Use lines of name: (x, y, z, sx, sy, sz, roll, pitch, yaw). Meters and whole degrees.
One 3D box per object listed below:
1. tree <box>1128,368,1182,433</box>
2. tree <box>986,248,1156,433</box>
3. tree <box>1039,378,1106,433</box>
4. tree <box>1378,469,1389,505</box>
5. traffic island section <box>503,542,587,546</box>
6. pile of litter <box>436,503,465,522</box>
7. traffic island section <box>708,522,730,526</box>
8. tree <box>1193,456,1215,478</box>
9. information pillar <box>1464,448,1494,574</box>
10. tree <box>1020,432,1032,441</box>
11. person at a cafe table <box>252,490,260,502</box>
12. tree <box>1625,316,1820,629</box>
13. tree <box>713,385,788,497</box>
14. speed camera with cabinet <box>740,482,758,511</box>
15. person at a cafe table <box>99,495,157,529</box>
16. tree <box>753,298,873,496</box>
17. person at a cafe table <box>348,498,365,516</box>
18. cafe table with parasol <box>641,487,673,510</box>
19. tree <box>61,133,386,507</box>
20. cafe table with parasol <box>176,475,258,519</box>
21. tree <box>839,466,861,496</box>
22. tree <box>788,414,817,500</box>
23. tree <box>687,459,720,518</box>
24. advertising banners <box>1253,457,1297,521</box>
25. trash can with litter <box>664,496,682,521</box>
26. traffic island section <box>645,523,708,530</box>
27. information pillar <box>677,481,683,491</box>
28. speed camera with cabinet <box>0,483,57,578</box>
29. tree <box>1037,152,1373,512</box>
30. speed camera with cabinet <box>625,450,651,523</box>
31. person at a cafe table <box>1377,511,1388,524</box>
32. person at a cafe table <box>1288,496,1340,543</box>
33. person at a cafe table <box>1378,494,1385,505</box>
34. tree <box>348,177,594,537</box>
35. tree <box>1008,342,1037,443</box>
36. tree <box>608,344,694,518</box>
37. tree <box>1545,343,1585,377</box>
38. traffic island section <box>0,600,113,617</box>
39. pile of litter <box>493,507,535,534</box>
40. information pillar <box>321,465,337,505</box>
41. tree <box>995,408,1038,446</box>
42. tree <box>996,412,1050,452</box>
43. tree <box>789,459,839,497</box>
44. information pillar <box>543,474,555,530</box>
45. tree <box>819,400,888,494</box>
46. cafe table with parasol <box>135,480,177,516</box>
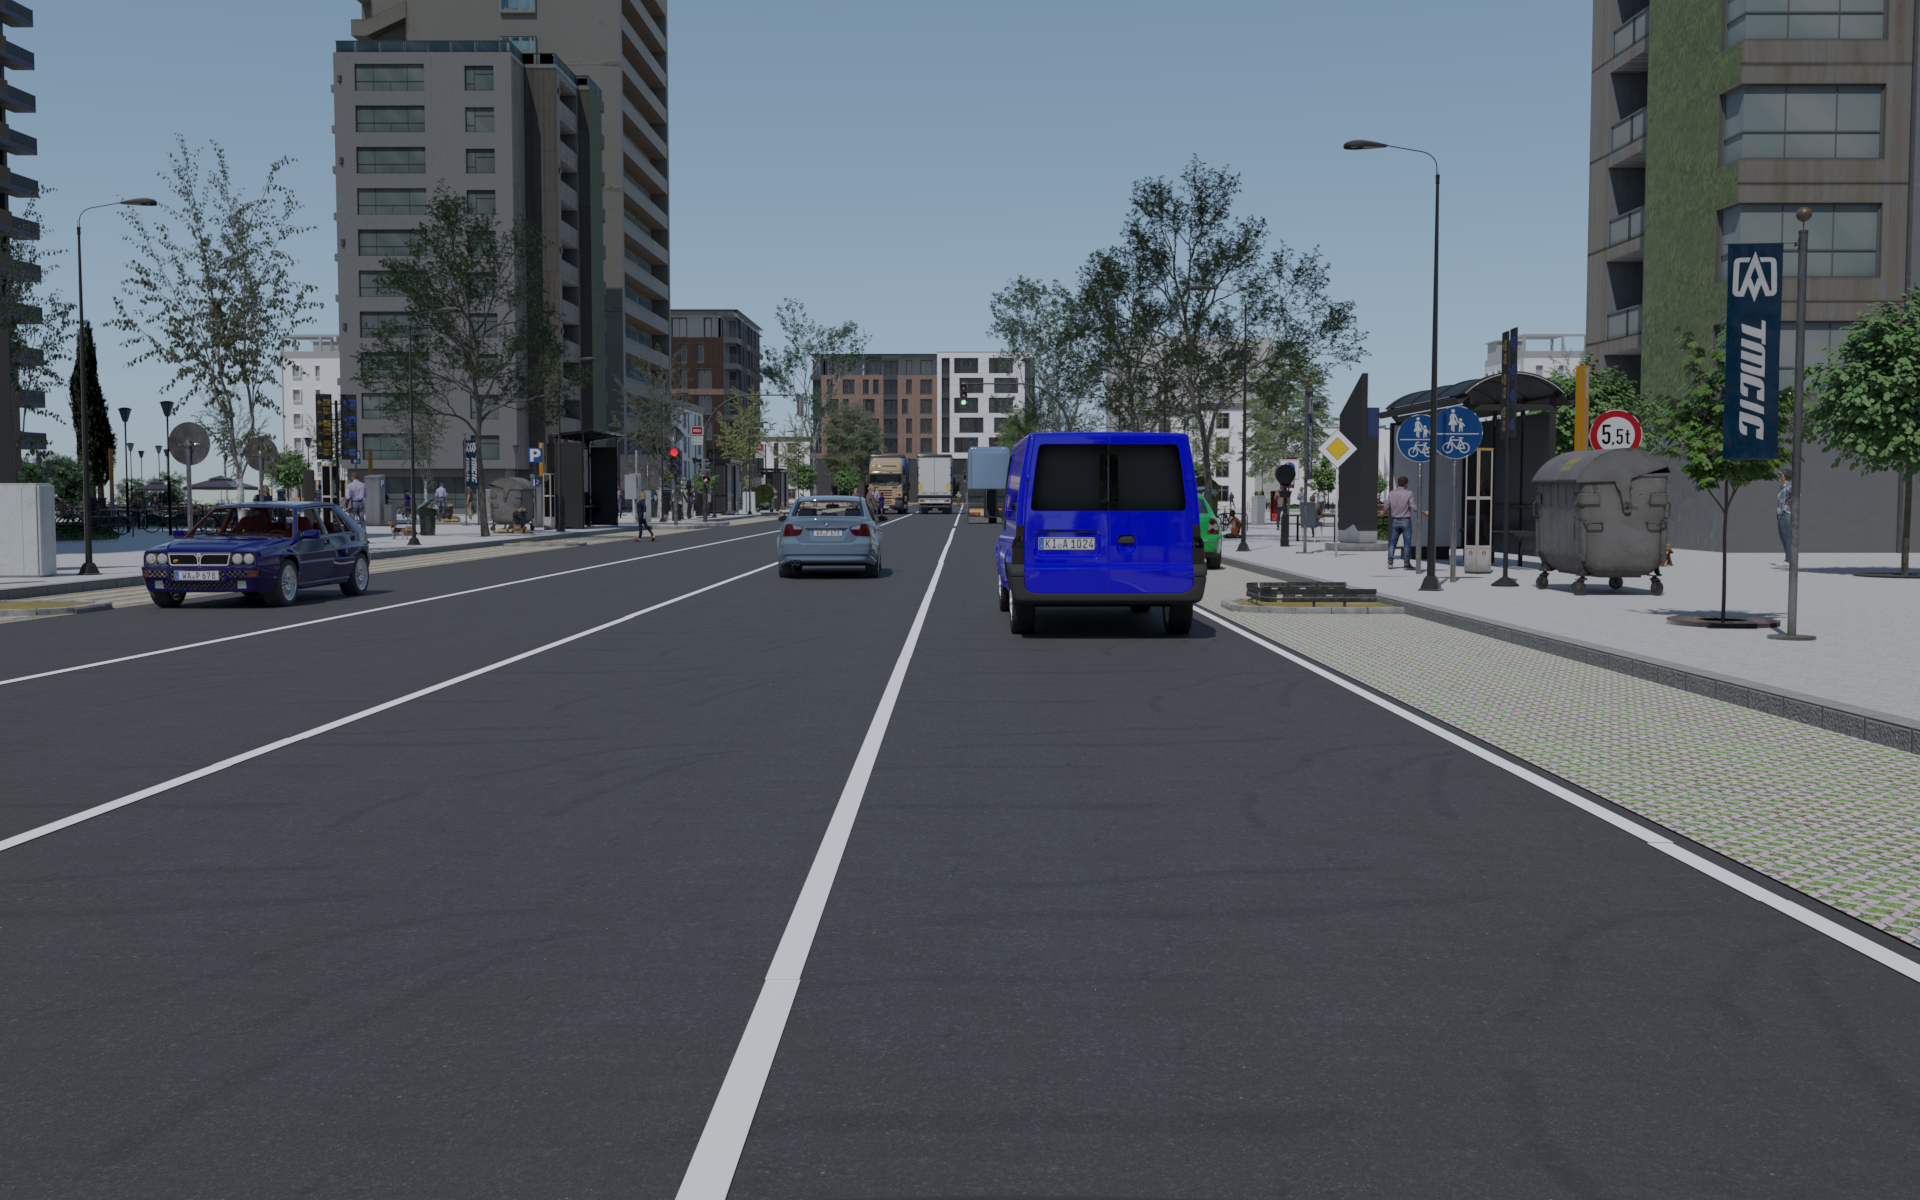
tree: (11.188, -9.197, 100.728, 4.360, 8.622, 3.978, 0, 3, 0)
tree: (8.984, -16.931, 132.711, 12.611, 20.169, 13.585, 0, 3, 0)
tree: (7.053, -9.740, 109.617, 4.360, 8.622, 3.978, 0, 3, 0)
tree: (31.659, -8.351, 131.138, 1.663, 3.219, 1.824, 0, 3, 0)
traffic island section: (-11.432, -1.538, 48.007, 1.991, 0.108, 1.994, 0, 4, 0)
pile of litter: (-23.239, -3.965, 78.789, 1.719, 0.858, 1.176, 0, 4, 2)
traffic island section: (-11.630, -3.467, 78.960, 2.009, 0.180, 2.903, 0, 4, 0)
tree: (20.449, -10.174, 150.054, 4.285, 4.588, 4.351, 0, 3, 0)
information pillar: (8.330, -1.427, 27.822, 0.304, 2.012, 0.304, -2, 4, -24)
tree: (8.349, -15.095, 197.164, 4.737, 8.622, 4.395, 0, 3, 0)
person at a cafe table: (-33.227, -4.520, 82.412, 1.698, 1.524, 1.622, -1, 4, -15)
tree: (7.497, -1.357, 16.795, 1.663, 3.219, 1.824, 0, 3, 0)
tree: (-14.291, -10.122, 115.853, 4.737, 8.622, 4.395, 0, 3, 0)
speed camera with cabinet: (-16.061, -8.212, 128.603, 2.038, 3.252, 0.660, 1, 4, 18)
person at a cafe table: (-30.621, -3.255, 64.088, 1.698, 1.238, 1.726, 0, 4, -3)
tree: (-15.664, -19.179, 169.467, 12.611, 20.169, 13.585, 0, 3, 0)
person at a cafe table: (-35.492, -5.750, 102.534, 1.622, 1.524, 1.698, 0, 4, -8)
cafe table with parasol: (-22.144, -7.452, 126.713, 2.610, 1.966, 2.610, -2, 4, -33)
tree: (-14.917, -5.199, 35.365, 4.360, 8.622, 3.978, 0, 3, 0)
cafe table with parasol: (-27.039, -3.581, 63.410, 2.610, 1.966, 2.610, -2, 4, -29)
tree: (-13.189, -13.427, 203.237, 4.285, 4.588, 4.351, 0, 3, 0)
tree: (-14.482, -12.250, 150.657, 4.737, 8.622, 4.395, 0, 3, 0)
tree: (-13.549, -6.002, 92.727, 1.663, 3.219, 1.824, 0, 3, 0)
advertising banners: (14.741, -5.190, 81.045, 2.074, 3.025, 0.090, 0, 4, 1)
trash can with litter: (-13.666, -4.319, 82.007, 1.055, 1.170, 0.624, 0, 4, -8)
traffic island section: (-11.663, -2.978, 70.975, 2.009, 0.180, 2.903, 0, 4, 0)
information pillar: (-15.296, -5.500, 94.409, 0.304, 2.012, 0.304, 1, 4, 14)
speed camera with cabinet: (-15.121, -1.978, 26.674, 2.038, 3.252, 0.660, 0, 4, -4)
tree: (6.793, -6.865, 46.663, 8.767, 10.594, 7.601, 0, 4, 6)
speed camera with cabinet: (-14.657, -5.165, 78.783, 0.660, 3.252, 2.038, 1, 4, 8)
person at a cafe table: (14.631, -2.768, 56.112, 1.726, 1.238, 1.698, -2, 4, -25)
person at a cafe table: (9.582, -2.184, 46.564, 1.698, 1.238, 1.726, 2, 4, 28)
person at a cafe table: (35.396, -8.356, 145.134, 1.698, 1.524, 1.622, -2, 4, -30)
tree: (-14.683, -7.189, 51.960, 7.601, 10.594, 8.767, -1, 4, -21)
tree: (6.674, -7.761, 61.310, 8.767, 10.594, 7.601, 1, 4, 10)
tree: (-14.698, -8.171, 83.963, 4.360, 8.622, 3.978, 0, 3, 0)
tree: (30.368, -8.207, 84.540, 4.737, 8.622, 4.395, 0, 3, 0)
traffic island section: (-11.535, 0.110, 21.064, 1.991, 0.108, 1.994, 0, 4, 0)
pile of litter: (-14.499, -2.588, 56.282, 1.176, 0.858, 1.719, -2, 4, -34)
information pillar: (-15.780, -2.381, 43.421, 0.304, 2.012, 0.304, 1, 4, 17)
tree: (7.764, -18.985, 228.538, 7.486, 12.596, 7.792, 0, 3, 0)
tree: (8.010, -17.648, 214.304, 9.928, 11.665, 9.643, 0, 3, 0)
tree: (-14.245, -10.666, 158.110, 4.285, 4.588, 4.351, 0, 3, 0)
information pillar: (-14.730, -3.523, 62.095, 0.304, 2.012, 0.304, 1, 4, 16)
tree: (-14.145, -19.758, 229.700, 9.857, 13.997, 8.962, 0, 3, 0)
cafe table with parasol: (-39.892, -4.967, 86.072, 2.610, 1.966, 2.610, 2, 4, 32)
